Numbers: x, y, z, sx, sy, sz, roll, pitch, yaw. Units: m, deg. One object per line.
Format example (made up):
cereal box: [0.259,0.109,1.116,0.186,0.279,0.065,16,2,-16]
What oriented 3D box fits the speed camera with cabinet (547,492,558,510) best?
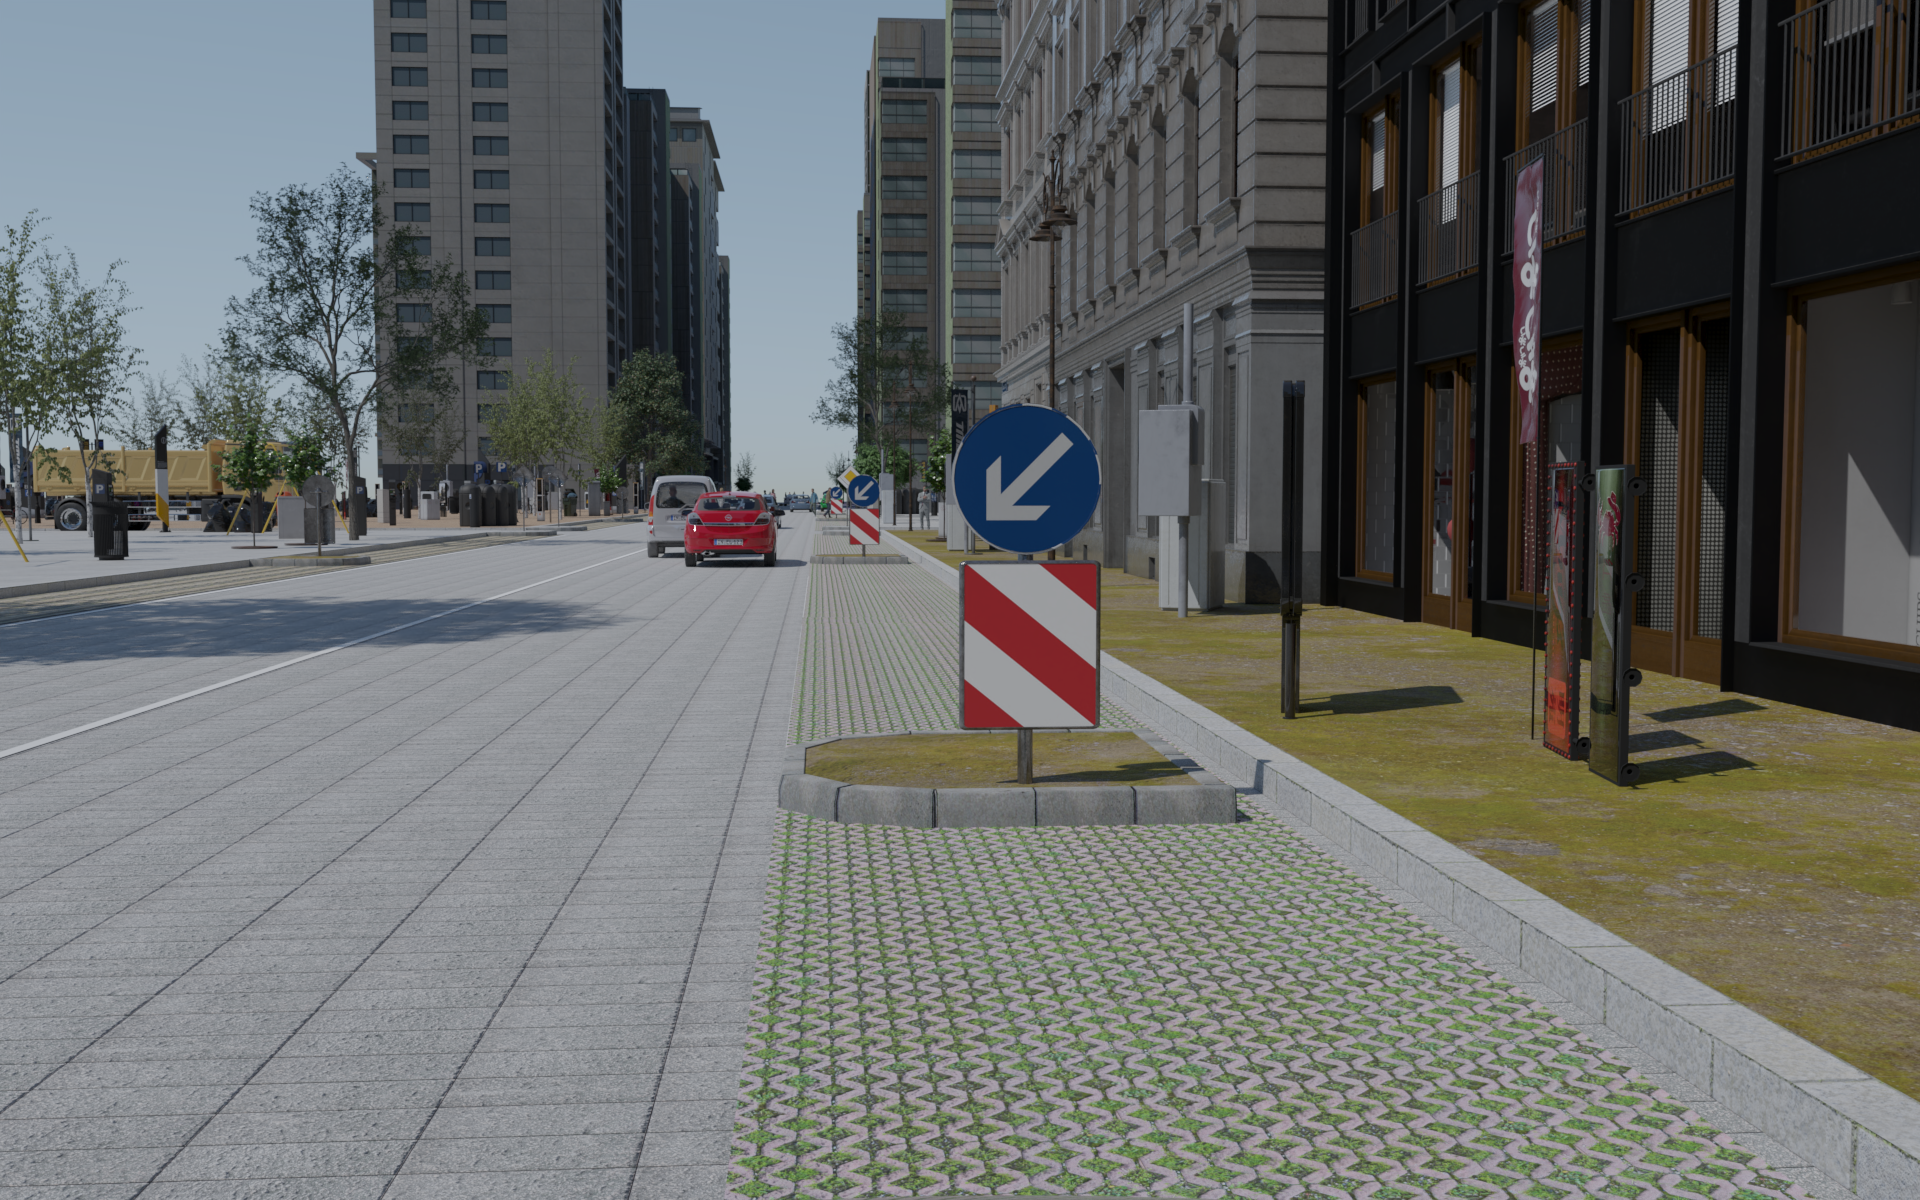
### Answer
speed camera with cabinet: [-33.198,-8.841,138.881,2.038,3.252,0.660,-2,4,-30]

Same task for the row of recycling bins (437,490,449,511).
row of recycling bins: [-40.106,-7.894,136.186,1.069,1.692,3.534,0,4,6]

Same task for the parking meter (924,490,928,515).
parking meter: [-2.035,-5.854,104.125,0.372,1.533,0.369,0,3,0]

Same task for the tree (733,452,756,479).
tree: [-36.293,-20.917,292.351,4.360,8.622,3.978,0,3,0]

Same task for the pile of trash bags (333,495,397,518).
pile of trash bags: [-32.214,-5.199,94.758,3.447,1.369,1.912,2,4,24]

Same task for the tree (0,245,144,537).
tree: [-25.824,-6.146,50.847,4.360,8.622,3.978,0,3,0]

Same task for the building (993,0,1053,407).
building: [7.211,-12.988,48.516,11.583,22.565,21.152,0,4,-5]

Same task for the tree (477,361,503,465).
tree: [-23.304,-8.655,91.867,4.737,8.622,4.395,0,3,0]

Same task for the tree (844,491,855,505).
tree: [-16.251,-15.643,250.365,1.663,3.219,1.824,0,3,0]

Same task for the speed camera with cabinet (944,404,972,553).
speed camera with cabinet: [-0.015,-2.711,38.668,0.660,3.252,2.038,0,4,2]

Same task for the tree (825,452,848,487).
tree: [-20.754,-21.071,294.877,4.360,8.622,3.978,0,3,0]

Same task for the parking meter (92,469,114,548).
parking meter: [-19.793,-2.099,40.026,0.399,1.863,0.255,0,4,-1]

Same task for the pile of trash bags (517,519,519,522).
pile of trash bags: [-21.281,-4.151,77.616,1.912,1.369,3.447,1,4,12]

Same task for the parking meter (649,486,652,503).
parking meter: [-22.403,-7.323,125.441,0.255,1.863,0.399,-1,4,-9]

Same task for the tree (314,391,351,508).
tree: [-38.550,-9.358,103.362,4.737,8.622,4.395,0,3,0]

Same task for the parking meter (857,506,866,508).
parking meter: [-7.054,-7.363,126.102,0.255,1.863,0.399,-3,5,-43]

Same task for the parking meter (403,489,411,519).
parking meter: [-28.991,-5.041,90.837,0.372,1.533,0.369,0,3,0]

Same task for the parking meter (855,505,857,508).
parking meter: [-7.510,-7.422,127.052,0.255,1.863,0.399,-2,4,-24]

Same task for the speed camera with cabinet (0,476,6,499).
speed camera with cabinet: [-45.292,-5.298,80.962,0.660,3.252,2.038,-1,4,-9]

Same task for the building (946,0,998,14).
building: [6.027,-25.596,102.082,14.154,41.232,14.086,0,4,-5]

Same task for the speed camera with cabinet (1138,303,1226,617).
speed camera with cabinet: [2.424,-1.496,18.794,0.660,3.252,2.038,1,4,19]

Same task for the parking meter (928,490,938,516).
parking meter: [-1.499,-5.676,101.219,0.372,1.533,0.369,0,3,0]

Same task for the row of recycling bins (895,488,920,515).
row of recycling bins: [-3.482,-6.290,109.960,1.069,1.692,3.534,2,4,24]

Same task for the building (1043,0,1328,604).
building: [7.262,-10.985,28.752,9.793,20.994,18.267,0,4,-5]

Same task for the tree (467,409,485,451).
tree: [-38.803,-10.986,129.990,4.360,8.622,3.978,0,3,0]

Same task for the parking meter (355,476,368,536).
parking meter: [-18.401,-2.904,53.186,0.399,1.863,0.255,-1,4,-14]

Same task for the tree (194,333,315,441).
tree: [-32.254,-7.818,78.180,4.737,8.622,4.395,0,3,0]

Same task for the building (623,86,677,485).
building: [-35.811,-29.702,169.227,14.154,41.232,14.086,0,4,-5]

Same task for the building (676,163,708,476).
building: [-38.306,-32.049,207.598,14.154,41.232,14.086,0,4,-5]

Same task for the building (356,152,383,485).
building: [-45.876,-30.341,187.949,32.217,40.220,23.993,0,4,-5]

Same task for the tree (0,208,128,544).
tree: [-23.991,-5.748,44.340,4.737,8.622,4.395,0,3,0]

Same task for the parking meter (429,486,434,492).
parking meter: [-35.977,-6.862,117.910,0.255,1.863,0.399,-1,4,-11]

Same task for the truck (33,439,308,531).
truck: [-27.729,-4.059,62.285,9.791,3.379,3.469,0,4,-4]

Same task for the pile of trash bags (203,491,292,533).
pile of trash bags: [-23.725,-2.963,58.194,3.447,1.369,1.912,2,4,25]

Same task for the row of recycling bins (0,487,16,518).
row of recycling bins: [-52.315,-5.391,95.256,1.069,1.692,3.534,1,4,13]

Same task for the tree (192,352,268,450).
tree: [-38.865,-8.482,89.050,4.360,8.622,3.978,0,3,0]

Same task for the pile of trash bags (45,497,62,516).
pile of trash bags: [-53.946,-5.555,100.581,3.447,1.369,1.912,-2,4,-29]

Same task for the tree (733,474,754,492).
tree: [-35.497,-18.366,283.996,4.285,4.588,4.351,0,3,0]

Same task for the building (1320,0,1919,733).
building: [10.923,-11.145,11.902,12.332,23.373,15.834,0,4,-5]

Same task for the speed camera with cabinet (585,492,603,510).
speed camera with cabinet: [-29.915,-8.992,141.354,0.660,3.252,2.038,-3,5,-40]

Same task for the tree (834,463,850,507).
tree: [-11.275,-11.930,178.774,4.285,4.588,4.351,0,3,0]

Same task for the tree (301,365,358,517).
tree: [-35.510,-9.086,98.920,4.360,8.622,3.978,0,3,0]

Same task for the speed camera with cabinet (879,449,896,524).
speed camera with cabinet: [-3.158,-4.998,76.056,0.660,3.252,2.038,0,4,-6]

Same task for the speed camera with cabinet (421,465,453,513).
speed camera with cabinet: [-34.981,-7.425,115.739,2.038,3.252,0.660,0,4,6]

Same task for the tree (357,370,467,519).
tree: [-27.881,-8.439,88.344,4.360,8.622,3.978,0,3,0]

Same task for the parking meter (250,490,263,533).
parking meter: [-23.013,-3.115,56.645,0.255,1.863,0.399,0,4,4]

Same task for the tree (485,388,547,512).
tree: [-31.852,-10.734,125.856,4.360,8.622,3.978,0,3,0]

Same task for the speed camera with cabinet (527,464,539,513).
speed camera with cabinet: [-28.162,-7.343,114.388,0.660,3.252,2.038,0,4,-7]

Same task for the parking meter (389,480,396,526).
parking meter: [-23.012,-3.946,70.229,0.255,1.863,0.399,-1,4,-17]

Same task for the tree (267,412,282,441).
tree: [-48.849,-10.288,118.571,4.360,8.622,3.978,0,3,0]

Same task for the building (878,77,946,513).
building: [1.143,-21.556,124.142,14.160,30.474,14.107,0,4,-5]

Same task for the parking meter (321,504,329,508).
parking meter: [-32.355,-4.880,88.197,0.372,1.533,0.369,0,3,0]

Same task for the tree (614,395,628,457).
tree: [-26.029,-10.737,125.911,4.737,8.622,4.395,0,3,0]

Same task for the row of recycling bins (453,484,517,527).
row of recycling bins: [-18.851,-3.812,69.445,1.069,1.692,3.534,1,4,16]

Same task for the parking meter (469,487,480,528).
parking meter: [-18.630,-3.552,66.494,0.372,1.533,0.369,0,3,0]
